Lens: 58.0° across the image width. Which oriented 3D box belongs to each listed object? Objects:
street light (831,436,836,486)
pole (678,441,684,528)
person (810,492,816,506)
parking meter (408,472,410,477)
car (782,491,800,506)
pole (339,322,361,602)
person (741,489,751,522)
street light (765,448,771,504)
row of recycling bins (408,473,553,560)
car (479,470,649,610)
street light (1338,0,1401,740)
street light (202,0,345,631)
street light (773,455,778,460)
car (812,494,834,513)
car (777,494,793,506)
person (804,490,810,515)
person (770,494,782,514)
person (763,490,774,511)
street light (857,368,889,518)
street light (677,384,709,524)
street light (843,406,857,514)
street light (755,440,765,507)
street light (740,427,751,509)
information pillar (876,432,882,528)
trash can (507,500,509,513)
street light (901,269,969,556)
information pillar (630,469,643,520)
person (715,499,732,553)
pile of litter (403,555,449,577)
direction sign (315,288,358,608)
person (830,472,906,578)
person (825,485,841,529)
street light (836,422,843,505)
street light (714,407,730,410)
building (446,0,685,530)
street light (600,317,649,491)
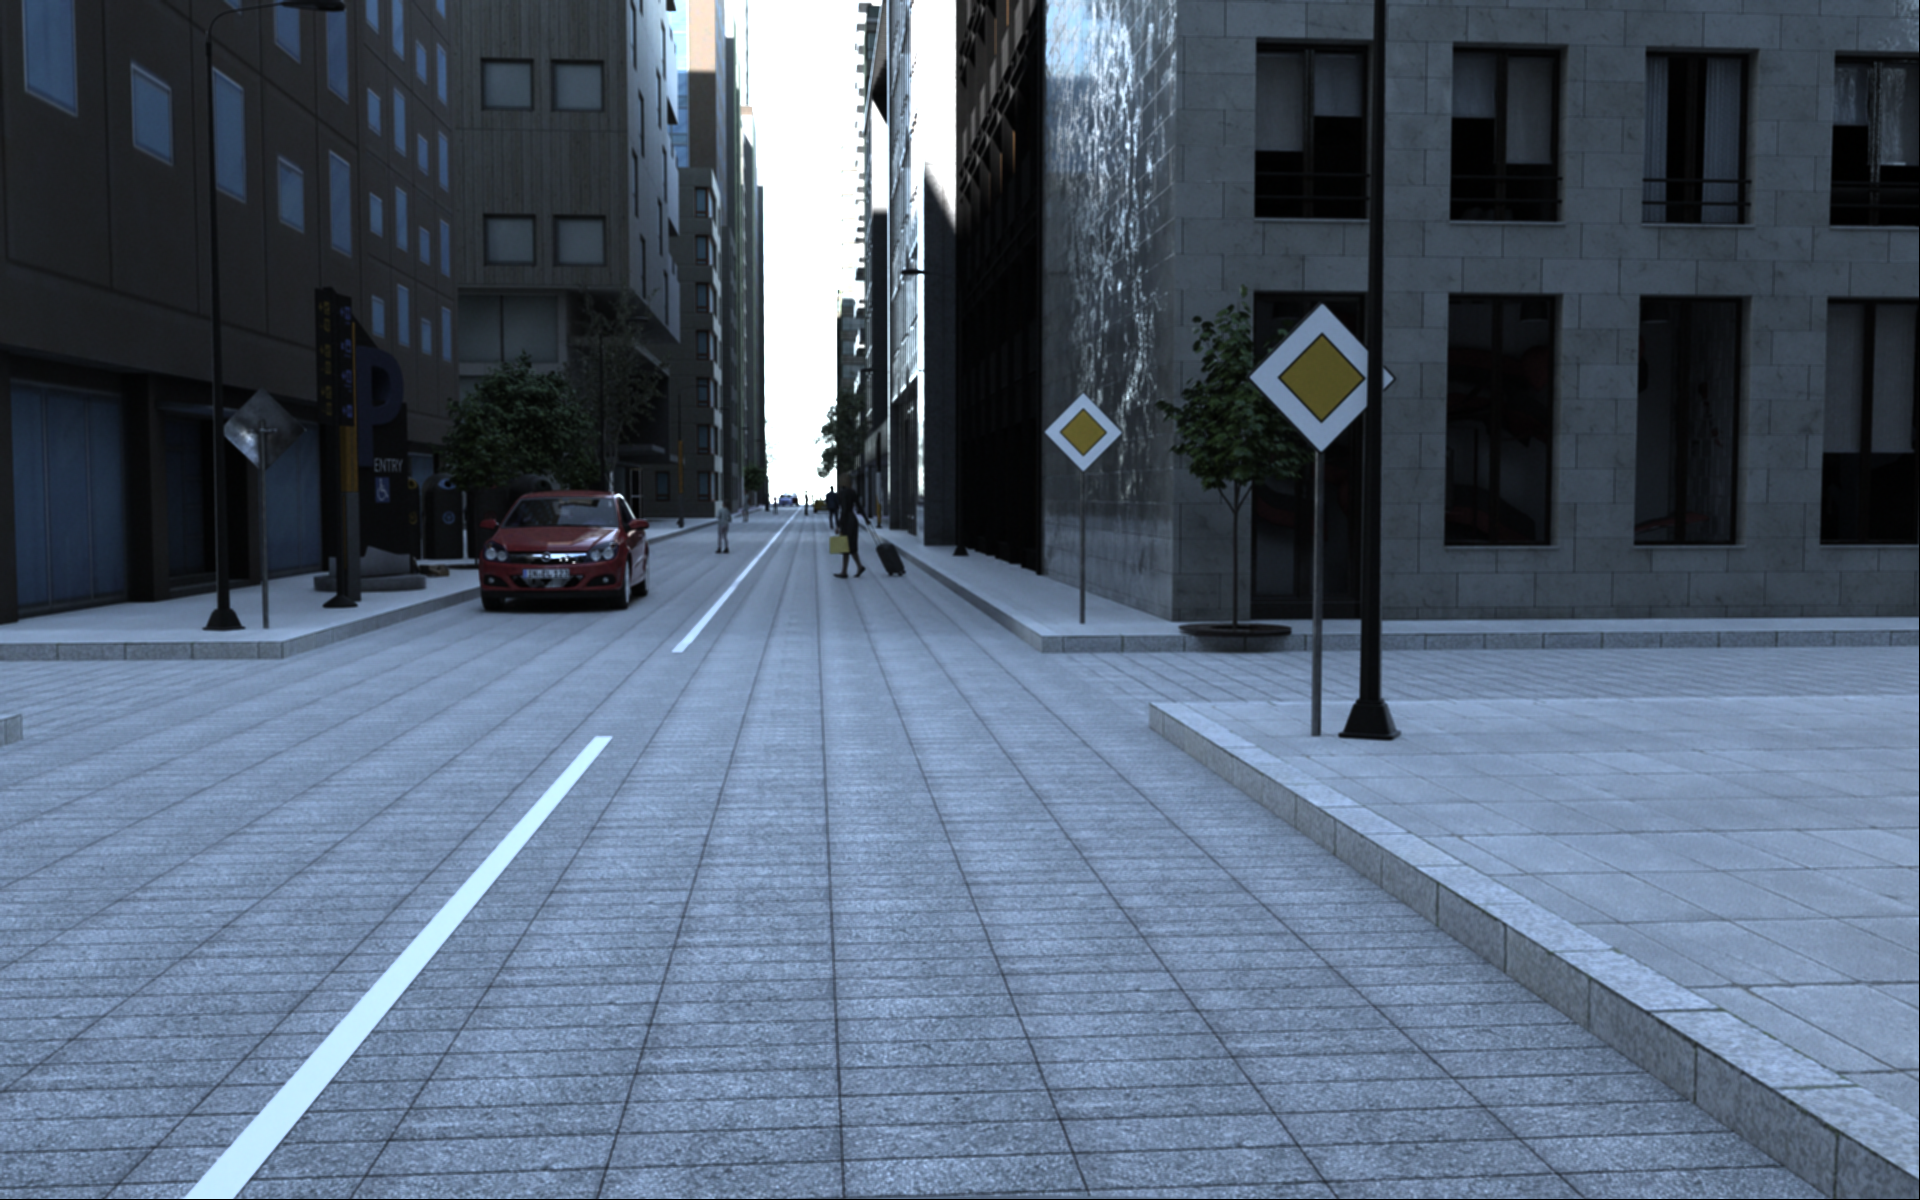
[{"bbox_3d":[-9.478,-10.221,139.647,1.470,5.913,1.316,0,4,-5],"label":"street light"},{"bbox_3d":[-10.641,-4.416,66.043,0.158,3.312,0.155,0,3,0],"label":"pole"},{"bbox_3d":[-17.126,-11.775,201.837,0.721,1.723,1.217,-3,4,-37],"label":"person"},{"bbox_3d":[-12.778,-2.077,39.667,0.399,1.863,0.255,0,4,4],"label":"parking meter"},{"bbox_3d":[-20.541,-12.296,209.709,2.281,1.827,5.304,0,4,-4],"label":"car"},{"bbox_3d":[-7.276,-1.637,20.610,0.158,3.312,0.155,0,3,0],"label":"pole"},{"bbox_3d":[-11.018,-4.868,89.102,0.522,1.701,0.512,-1,4,-10],"label":"person"},{"bbox_3d":[-20.054,-12.431,175.784,1.470,5.913,1.316,0,4,-5],"label":"street light"},{"bbox_3d":[-9.876,-1.674,34.476,3.534,1.692,1.069,-2,4,-34],"label":"row of recycling bins"},{"bbox_3d":[-5.150,-0.844,22.846,2.155,1.783,4.494,0,4,-5],"label":"car"},{"bbox_3d":[1.635,-2.228,8.972,1.470,5.913,1.316,0,4,-5],"label":"street light"},{"bbox_3d":[-6.436,-2.675,16.273,1.470,5.913,1.316,0,4,-5],"label":"street light"},{"bbox_3d":[-22.483,-14.124,203.473,1.470,5.913,1.316,0,4,-5],"label":"street light"},{"bbox_3d":[-10.332,-7.485,132.598,2.015,1.641,3.980,0,4,-4],"label":"car"},{"bbox_3d":[-20.675,-11.944,204.878,1.945,1.707,3.694,0,4,-5],"label":"car"},{"bbox_3d":[-10.242,-6.554,116.360,0.721,1.736,1.217,0,4,7],"label":"person"},{"bbox_3d":[-13.137,-6.834,123.458,0.991,1.433,0.599,-2,4,-34],"label":"person"},{"bbox_3d":[-16.157,-8.369,145.420,1.350,1.814,0.705,3,5,42],"label":"person"},{"bbox_3d":[-2.974,-5.600,64.104,1.470,5.913,1.316,0,4,-5],"label":"street light"},{"bbox_3d":[-11.311,-6.163,73.303,1.470,5.913,1.316,0,4,-5],"label":"street light"},{"bbox_3d":[-5.306,-7.290,91.740,1.470,5.913,1.316,0,4,-5],"label":"street light"},{"bbox_3d":[-17.650,-10.747,148.249,1.470,5.913,1.316,0,4,-5],"label":"street light"},{"bbox_3d":[-15.376,-9.056,120.607,1.470,5.913,1.316,0,4,-5],"label":"street light"},{"bbox_3d":[-3.086,-4.539,65.563,0.183,3.616,0.504,-1,4,-13],"label":"information pillar"},{"bbox_3d":[-11.576,-1.934,43.272,0.748,1.137,0.748,0,3,0],"label":"trash can"},{"bbox_3d":[-0.523,-3.874,35.886,1.470,5.913,1.316,0,4,-5],"label":"street light"},{"bbox_3d":[-9.380,-2.800,50.270,0.304,2.012,0.304,0,4,2],"label":"information pillar"},{"bbox_3d":[-5.754,-1.787,41.996,0.394,1.301,0.425,2,4,35],"label":"person"},{"bbox_3d":[-8.675,-0.815,27.296,1.176,0.858,1.719,-2,4,-25],"label":"pile of litter"},{"bbox_3d":[-7.045,-1.687,19.581,0.379,3.537,0.876,0,4,4],"label":"direction sign"},{"bbox_3d":[-1.614,-1.295,29.892,1.509,1.804,0.699,-2,4,-32],"label":"person"},{"bbox_3d":[-5.261,-3.867,71.911,0.721,1.800,0.419,1,4,18],"label":"person"},{"bbox_3d":[-7.083,-8.507,111.631,1.470,5.913,1.316,0,4,-5],"label":"street light"},{"bbox_3d":[-13.015,-7.355,92.796,1.470,5.913,1.316,0,4,-5],"label":"street light"},{"bbox_3d":[-26.188,-29.540,72.214,28.713,52.752,27.495,0,4,-5],"label":"building"},{"bbox_3d":[-8.883,-4.470,45.624,1.470,5.913,1.316,0,4,-5],"label":"street light"}]
